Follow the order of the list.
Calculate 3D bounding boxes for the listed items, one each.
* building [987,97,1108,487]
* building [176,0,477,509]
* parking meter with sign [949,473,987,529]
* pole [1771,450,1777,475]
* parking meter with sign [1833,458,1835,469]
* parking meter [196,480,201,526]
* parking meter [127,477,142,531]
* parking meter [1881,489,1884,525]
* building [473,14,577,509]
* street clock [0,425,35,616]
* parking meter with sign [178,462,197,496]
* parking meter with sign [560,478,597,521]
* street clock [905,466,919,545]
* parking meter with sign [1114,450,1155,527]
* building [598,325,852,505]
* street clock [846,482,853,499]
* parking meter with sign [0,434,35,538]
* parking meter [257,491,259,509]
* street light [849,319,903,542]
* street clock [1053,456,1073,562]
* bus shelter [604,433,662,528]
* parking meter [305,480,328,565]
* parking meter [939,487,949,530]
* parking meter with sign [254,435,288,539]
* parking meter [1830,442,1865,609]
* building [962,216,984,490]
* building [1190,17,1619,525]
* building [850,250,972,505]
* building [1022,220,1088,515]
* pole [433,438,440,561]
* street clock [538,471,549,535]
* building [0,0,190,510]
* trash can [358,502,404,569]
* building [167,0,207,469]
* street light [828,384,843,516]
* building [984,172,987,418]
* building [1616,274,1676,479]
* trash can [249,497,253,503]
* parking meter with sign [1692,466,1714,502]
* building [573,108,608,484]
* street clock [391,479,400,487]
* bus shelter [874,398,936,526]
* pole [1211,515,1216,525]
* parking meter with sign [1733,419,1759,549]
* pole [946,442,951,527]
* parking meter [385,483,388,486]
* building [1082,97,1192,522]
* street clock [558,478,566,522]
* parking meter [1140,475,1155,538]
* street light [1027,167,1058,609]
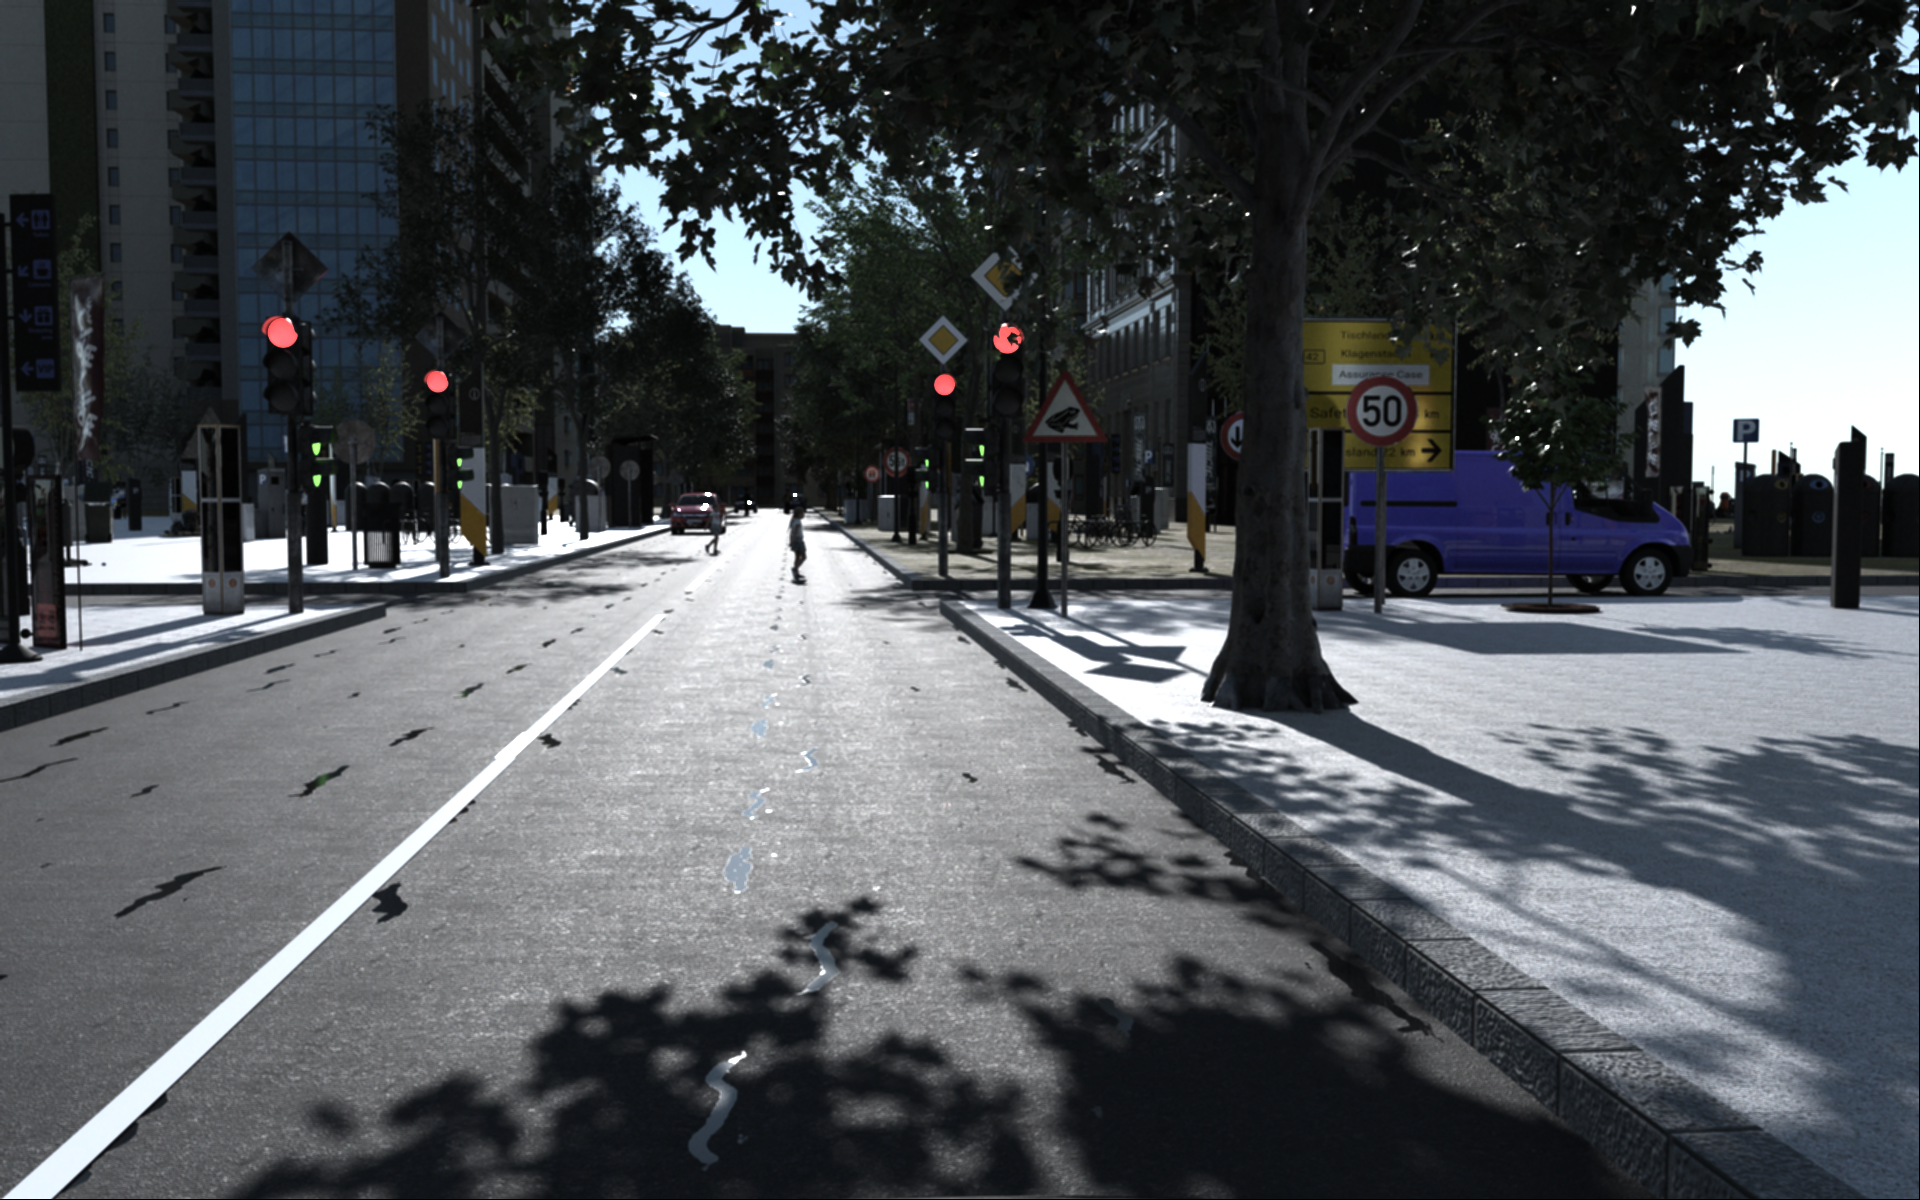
[{"bbox_3d":[9.913,-30.215,144.124,14.600,45.320,14.200,0,4,-5],"label":"building"},{"bbox_3d":[-38.145,-27.908,106.411,14.600,45.320,14.200,0,4,-5],"label":"building"},{"bbox_3d":[0.148,-4.172,64.479,1.738,3.016,0.543,0,4,-1],"label":"parking meter with sign"},{"bbox_3d":[37.400,-5.247,79.633,0.158,3.312,0.155,0,3,0],"label":"pole"},{"bbox_3d":[42.798,-5.307,83.025,0.543,3.016,1.738,-2,4,-33],"label":"parking meter with sign"},{"bbox_3d":[-31.050,-3.966,70.549,0.399,1.863,0.255,1,4,13],"label":"parking meter"},{"bbox_3d":[-28.959,-3.369,60.795,0.255,1.863,0.399,3,5,42],"label":"parking meter"},{"bbox_3d":[38.936,-3.939,72.808,0.372,1.533,0.369,0,3,0],"label":"parking meter"},{"bbox_3d":[-45.383,-32.179,149.825,21.600,48.544,21.300,0,4,-5],"label":"building"},{"bbox_3d":[-9.997,-0.839,18.291,0.471,2.002,0.358,2,4,29],"label":"street clock"},{"bbox_3d":[-42.286,-6.093,95.879,1.738,3.016,0.543,-1,4,-19],"label":"parking meter with sign"},{"bbox_3d":[-17.901,-5.208,81.405,1.738,3.016,0.543,-2,4,-30],"label":"parking meter with sign"},{"bbox_3d":[-1.212,-2.416,44.066,0.358,2.002,0.471,0,4,4],"label":"street clock"},{"bbox_3d":[6.804,-4.370,67.705,1.738,3.016,0.543,-3,5,-39],"label":"parking meter with sign"},{"bbox_3d":[-28.139,-22.469,212.411,28.899,21.520,27.650,0,4,-5],"label":"building"},{"bbox_3d":[-6.057,-5.552,95.343,0.358,2.002,0.471,-3,5,-39],"label":"street clock"},{"bbox_3d":[-27.889,-3.335,50.795,1.738,3.016,0.543,2,4,28],"label":"parking meter with sign"},{"bbox_3d":[-34.550,-4.725,85.664,0.372,1.533,0.369,0,3,0],"label":"parking meter"},{"bbox_3d":[-2.235,-4.500,46.124,1.470,5.913,1.316,0,4,-5],"label":"street light"},{"bbox_3d":[1.956,-1.733,32.911,0.358,2.002,0.471,2,4,26],"label":"street clock"},{"bbox_3d":[-13.040,-4.777,69.393,1.731,3.624,6.357,0,4,-6],"label":"bus shelter"},{"bbox_3d":[-11.725,-1.416,31.561,0.372,1.533,0.369,0,3,0],"label":"parking meter"},{"bbox_3d":[-0.565,-3.259,61.692,0.372,1.533,0.369,0,3,0],"label":"parking meter"},{"bbox_3d":[-20.051,-3.310,50.380,0.543,3.016,1.738,1,4,23],"label":"parking meter with sign"},{"bbox_3d":[10.008,-0.846,19.538,0.255,1.863,0.399,1,4,19],"label":"parking meter"},{"bbox_3d":[12.021,-32.171,217.872,23.993,40.220,32.217,0,4,-5],"label":"building"},{"bbox_3d":[17.242,-14.723,70.403,12.332,23.373,15.834,0,4,-5],"label":"building"},{"bbox_3d":[-6.057,-26.631,207.118,14.107,30.474,14.160,0,4,-5],"label":"building"},{"bbox_3d":[19.291,-17.029,123.456,27.650,21.520,28.899,0,4,-5],"label":"building"},{"bbox_3d":[-9.983,-2.405,33.172,0.158,3.312,0.155,0,3,0],"label":"pole"},{"bbox_3d":[-13.058,-3.043,54.320,0.358,2.002,0.471,-2,4,-25],"label":"street clock"},{"bbox_3d":[-70.932,-37.019,147.256,28.212,58.520,21.231,0,4,-5],"label":"building"},{"bbox_3d":[-10.017,-1.122,30.005,0.748,1.137,0.748,0,3,0],"label":"trash can"},{"bbox_3d":[-43.200,-30.612,124.200,21.300,48.544,21.600,0,4,-5],"label":"building"},{"bbox_3d":[-4.894,-6.181,73.596,1.470,5.913,1.316,0,4,-5],"label":"street light"},{"bbox_3d":[8.964,-29.042,158.424,14.154,41.232,14.086,0,4,-5],"label":"building"},{"bbox_3d":[48.018,-32.881,157.218,30.456,49.044,23.786,0,4,-5],"label":"building"},{"bbox_3d":[-33.115,-4.189,80.145,0.748,1.137,0.748,0,3,0],"label":"trash can"},{"bbox_3d":[45.346,-6.739,106.447,1.738,3.016,0.543,1,4,23],"label":"parking meter with sign"},{"bbox_3d":[-57.448,-35.884,206.309,30.456,49.044,23.786,0,4,-5],"label":"building"},{"bbox_3d":[-27.851,-4.954,85.569,0.471,2.002,0.358,-2,4,-29],"label":"street clock"},{"bbox_3d":[-2.317,-5.648,69.984,2.179,5.291,8.768,0,4,-5],"label":"bus shelter"},{"bbox_3d":[10.678,-4.840,72.975,0.158,3.312,0.155,0,3,0],"label":"pole"},{"bbox_3d":[18.577,-2.730,40.897,0.543,3.016,1.738,2,4,27],"label":"parking meter with sign"},{"bbox_3d":[-0.444,-4.549,68.227,0.158,3.312,0.155,0,3,0],"label":"pole"},{"bbox_3d":[-30.881,-5.332,92.881,0.399,1.863,0.255,1,4,10],"label":"parking meter"},{"bbox_3d":[14.250,-17.936,90.520,12.463,27.353,25.104,0,4,-5],"label":"building"},{"bbox_3d":[-17.984,-4.505,78.229,0.358,2.002,0.471,-1,4,-21],"label":"street clock"},{"bbox_3d":[5.523,-2.773,51.042,0.399,1.863,0.255,-1,4,-13],"label":"parking meter"},{"bbox_3d":[0.392,-2.860,19.302,1.470,5.913,1.316,0,4,-5],"label":"street light"}]
